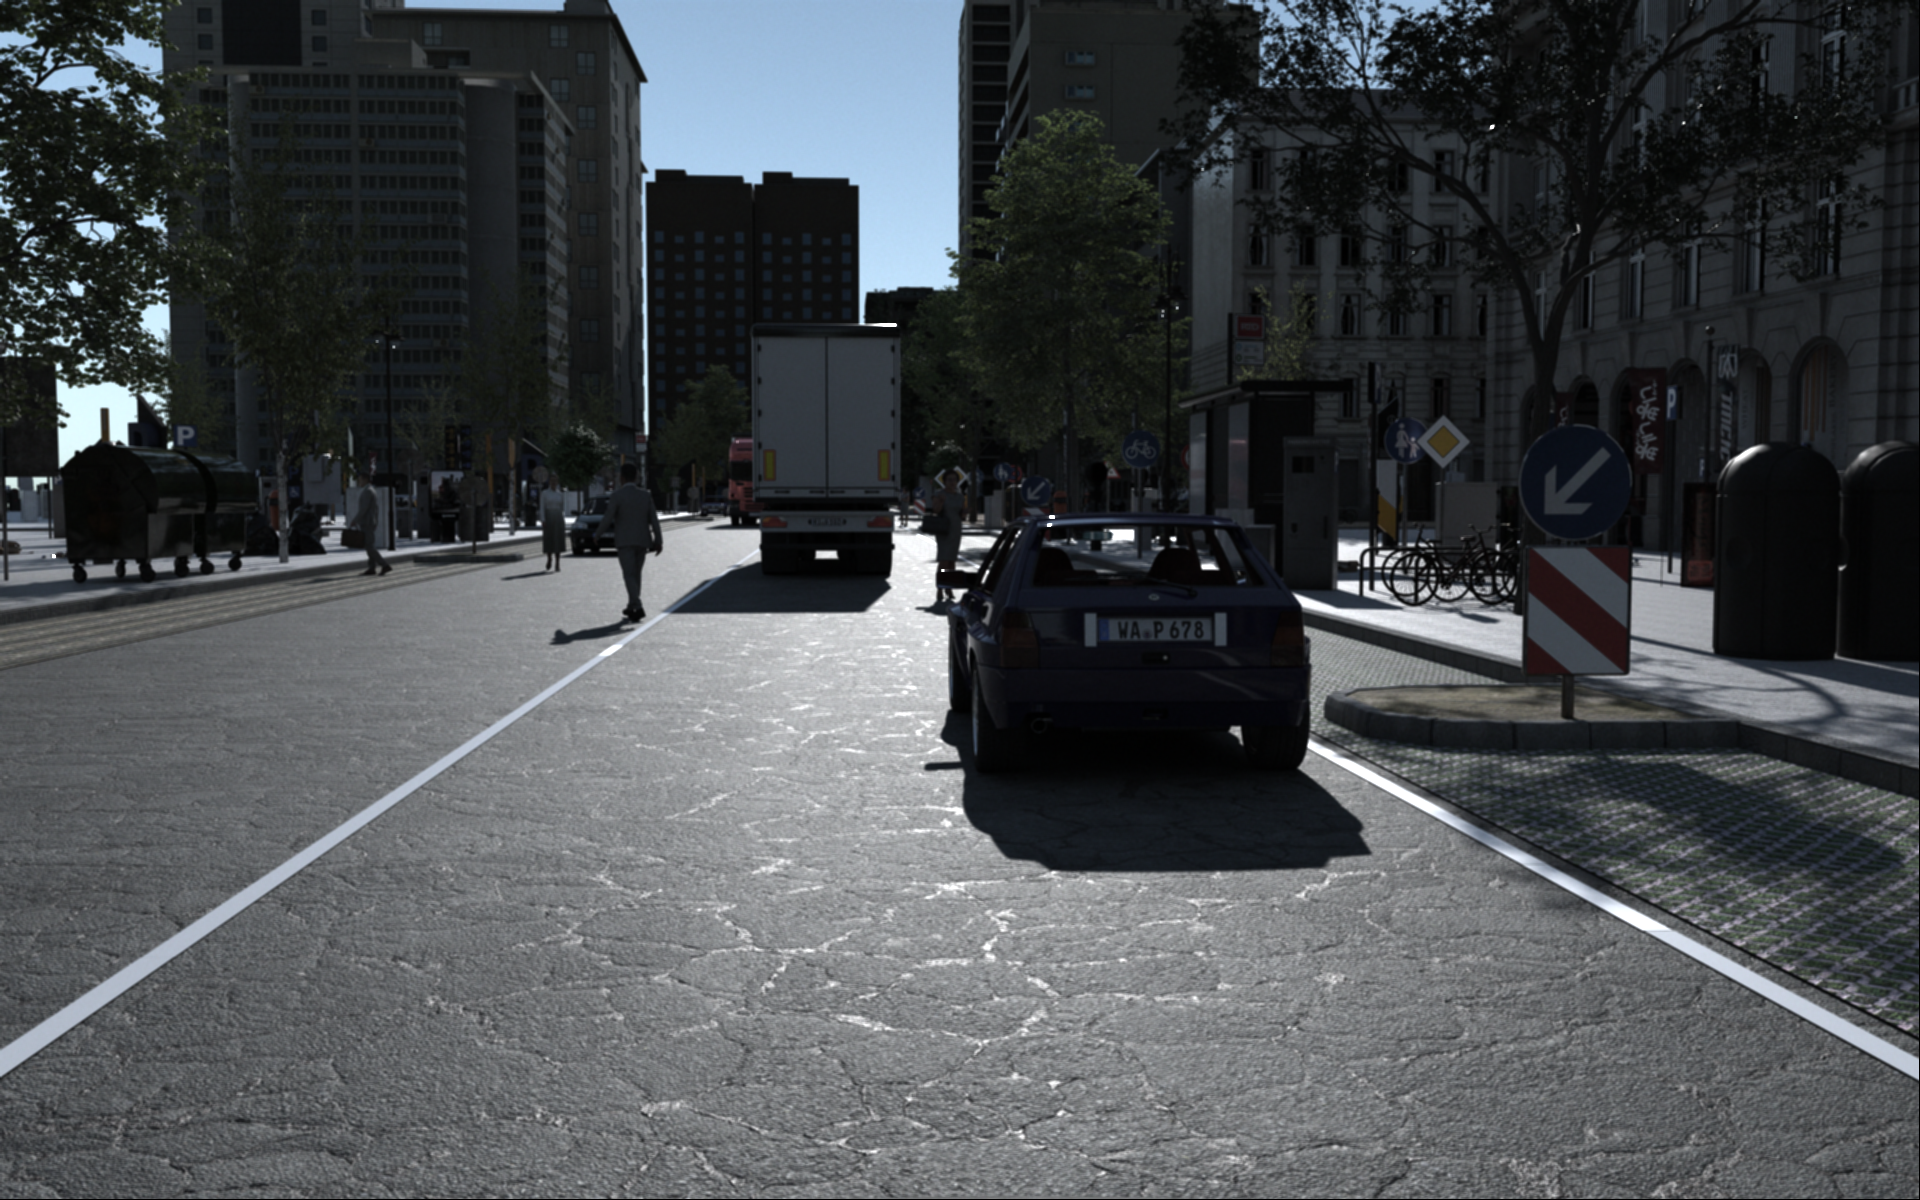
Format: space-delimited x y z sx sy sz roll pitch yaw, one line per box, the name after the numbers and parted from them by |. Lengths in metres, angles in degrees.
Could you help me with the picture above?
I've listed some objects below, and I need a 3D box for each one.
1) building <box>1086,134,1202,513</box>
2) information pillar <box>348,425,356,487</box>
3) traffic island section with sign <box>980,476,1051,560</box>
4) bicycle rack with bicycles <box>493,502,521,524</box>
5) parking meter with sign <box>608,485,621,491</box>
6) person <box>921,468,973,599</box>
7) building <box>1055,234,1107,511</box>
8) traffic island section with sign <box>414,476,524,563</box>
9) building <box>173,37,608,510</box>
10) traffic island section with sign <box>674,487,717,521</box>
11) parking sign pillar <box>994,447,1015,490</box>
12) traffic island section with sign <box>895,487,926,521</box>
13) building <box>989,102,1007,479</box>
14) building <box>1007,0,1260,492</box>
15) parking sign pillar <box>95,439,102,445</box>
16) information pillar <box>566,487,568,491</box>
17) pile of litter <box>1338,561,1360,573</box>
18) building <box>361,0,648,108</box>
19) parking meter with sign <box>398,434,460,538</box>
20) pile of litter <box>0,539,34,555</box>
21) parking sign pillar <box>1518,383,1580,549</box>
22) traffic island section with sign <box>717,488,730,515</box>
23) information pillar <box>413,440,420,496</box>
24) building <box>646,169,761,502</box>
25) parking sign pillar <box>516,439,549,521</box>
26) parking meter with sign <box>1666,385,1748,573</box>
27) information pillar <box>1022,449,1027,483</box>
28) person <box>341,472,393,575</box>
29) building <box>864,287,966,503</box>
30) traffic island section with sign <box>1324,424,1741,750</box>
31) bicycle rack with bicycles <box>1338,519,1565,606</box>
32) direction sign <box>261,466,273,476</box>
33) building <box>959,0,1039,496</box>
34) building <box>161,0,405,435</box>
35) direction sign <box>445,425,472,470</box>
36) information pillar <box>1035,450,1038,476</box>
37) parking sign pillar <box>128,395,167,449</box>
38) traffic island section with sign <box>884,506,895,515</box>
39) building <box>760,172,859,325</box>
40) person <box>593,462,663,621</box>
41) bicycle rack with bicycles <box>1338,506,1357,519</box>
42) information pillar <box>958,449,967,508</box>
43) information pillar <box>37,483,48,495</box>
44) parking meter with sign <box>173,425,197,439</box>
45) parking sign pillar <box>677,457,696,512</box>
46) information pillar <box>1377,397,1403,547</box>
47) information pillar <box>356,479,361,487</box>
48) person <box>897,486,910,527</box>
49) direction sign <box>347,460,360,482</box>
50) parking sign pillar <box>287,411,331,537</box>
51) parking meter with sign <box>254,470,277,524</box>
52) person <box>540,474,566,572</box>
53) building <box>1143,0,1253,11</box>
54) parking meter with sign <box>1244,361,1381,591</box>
17.042 -17.777 109.728 14.314 24.678 30.058 0 4 -4 | building
-20.638 -4.128 58.854 0.183 3.616 0.504 -3 4 -36 | information pillar
1.468 -1.785 37.815 1.989 1.847 2.006 0 4 -4 | traffic island section with sign
-20.632 -3.808 75.645 2.925 0.926 2.852 -2 4 -31 | bicycle rack with bicycles
-23.689 -7.589 120.345 1.738 3.016 0.543 1 4 17 | parking meter with sign
-0.186 -0.901 23.587 0.716 1.782 0.532 -2 4 -29 | person
13.349 -18.694 134.524 11.050 23.489 19.941 0 4 -4 | building
-10.358 -1.719 36.733 1.989 1.847 2.006 0 4 -4 | traffic island section with sign
-47.847 -28.142 152.008 32.217 40.220 23.993 0 4 -4 | building
-14.142 -5.109 92.156 1.989 1.847 2.006 0 4 -4 | traffic island section with sign
2.555 -6.561 95.736 1.447 3.967 1.447 1 4 14 | parking sign pillar
-2.328 -5.187 93.432 1.989 1.847 2.006 0 4 -4 | traffic island section with sign
15.802 -35.140 194.155 23.786 49.044 30.456 0 4 -4 | building
16.188 -33.300 168.157 21.300 48.544 21.600 0 4 -4 | building
-41.770 -5.804 83.365 1.447 3.967 1.447 1 4 8 | parking sign pillar
-24.904 -7.236 109.669 0.183 3.616 0.504 -1 4 -17 | information pillar
6.134 -0.925 29.094 1.176 0.858 1.719 1 4 12 | pile of litter
-49.513 -36.757 190.217 27.495 52.752 28.713 0 4 -4 | building
-15.491 -3.317 50.494 1.738 3.016 0.543 -1 4 -10 | parking meter with sign
-20.521 -1.393 36.738 1.176 0.858 1.719 3 5 42 | pile of litter
13.538 -3.144 39.873 1.447 3.967 1.447 0 4 5 | parking sign pillar
-15.965 -6.754 119.050 1.989 1.847 2.006 0 4 -4 | traffic island section with sign
-23.412 -5.094 74.634 0.183 3.616 0.504 -3 5 -45 | information pillar
-35.752 -36.206 242.085 14.200 45.320 14.600 0 4 -4 | building
-20.633 -5.848 84.081 1.447 3.967 1.447 1 4 9 | parking sign pillar
12.346 -1.938 27.952 1.738 3.016 0.543 0 4 5 | parking meter with sign
3.327 -5.996 89.382 0.183 3.616 0.504 -1 4 -21 | information pillar
-10.421 -1.334 30.432 0.853 1.813 0.709 -1 4 -14 | person
-6.466 -28.952 245.067 14.107 30.474 14.160 0 4 -4 | building
3.334 -0.120 10.597 1.989 1.847 2.006 0 4 -4 | traffic island section with sign
6.219 -0.462 20.939 2.925 0.926 2.852 0 4 -6 | bicycle rack with bicycles
-55.699 -9.003 139.196 0.876 3.537 0.379 -1 4 -18 | direction sign
10.643 -49.555 248.474 20.611 71.187 20.563 0 4 -4 | building
-73.816 -46.132 192.516 20.611 71.187 20.563 0 4 -4 | building
-16.512 -3.979 57.058 0.876 3.537 0.379 0 4 3 | direction sign
4.105 -6.226 93.145 0.183 3.616 0.504 1 4 9 | information pillar
-21.996 -3.577 46.950 1.447 3.967 1.447 3 4 38 | parking sign pillar
-4.156 -6.832 120.325 1.989 1.847 2.006 0 4 -4 | traffic island section with sign
-21.356 -36.311 243.798 14.200 45.320 14.600 0 4 -4 | building
-3.755 -0.671 19.753 0.678 1.792 0.850 -2 4 -35 | person
15.767 -3.763 74.912 2.925 0.926 2.852 1 4 9 | bicycle rack with bicycles
0.130 -6.004 89.521 0.504 3.616 0.183 -1 4 -18 | information pillar
-63.204 -7.025 119.348 0.304 2.012 0.304 -2 4 -32 | information pillar
-19.902 -2.950 44.499 0.543 3.016 1.738 -2 4 -26 | parking meter with sign
-19.975 -8.452 126.668 1.447 3.967 1.447 -2 4 -28 | parking sign pillar
10.275 -3.075 41.639 0.504 3.616 0.183 0 4 -7 | information pillar
-27.278 -4.545 78.810 0.304 2.012 0.304 2 4 35 | information pillar
-2.554 -4.115 76.139 0.532 1.782 0.716 -3 5 -42 | person
-40.384 -7.547 115.384 0.876 3.537 0.379 1 4 9 | direction sign
-19.780 -3.897 52.189 1.447 3.967 1.447 0 4 5 | parking sign pillar
-29.991 -4.821 75.081 1.738 3.016 0.543 -2 4 -28 | parking meter with sign
-7.577 -1.434 32.178 0.478 1.798 0.641 -1 4 -19 | person
31.487 -49.648 249.989 20.611 71.187 20.563 0 4 -4 | building
4.713 -1.652 23.264 1.738 3.016 0.543 1 4 22 | parking meter with sign
